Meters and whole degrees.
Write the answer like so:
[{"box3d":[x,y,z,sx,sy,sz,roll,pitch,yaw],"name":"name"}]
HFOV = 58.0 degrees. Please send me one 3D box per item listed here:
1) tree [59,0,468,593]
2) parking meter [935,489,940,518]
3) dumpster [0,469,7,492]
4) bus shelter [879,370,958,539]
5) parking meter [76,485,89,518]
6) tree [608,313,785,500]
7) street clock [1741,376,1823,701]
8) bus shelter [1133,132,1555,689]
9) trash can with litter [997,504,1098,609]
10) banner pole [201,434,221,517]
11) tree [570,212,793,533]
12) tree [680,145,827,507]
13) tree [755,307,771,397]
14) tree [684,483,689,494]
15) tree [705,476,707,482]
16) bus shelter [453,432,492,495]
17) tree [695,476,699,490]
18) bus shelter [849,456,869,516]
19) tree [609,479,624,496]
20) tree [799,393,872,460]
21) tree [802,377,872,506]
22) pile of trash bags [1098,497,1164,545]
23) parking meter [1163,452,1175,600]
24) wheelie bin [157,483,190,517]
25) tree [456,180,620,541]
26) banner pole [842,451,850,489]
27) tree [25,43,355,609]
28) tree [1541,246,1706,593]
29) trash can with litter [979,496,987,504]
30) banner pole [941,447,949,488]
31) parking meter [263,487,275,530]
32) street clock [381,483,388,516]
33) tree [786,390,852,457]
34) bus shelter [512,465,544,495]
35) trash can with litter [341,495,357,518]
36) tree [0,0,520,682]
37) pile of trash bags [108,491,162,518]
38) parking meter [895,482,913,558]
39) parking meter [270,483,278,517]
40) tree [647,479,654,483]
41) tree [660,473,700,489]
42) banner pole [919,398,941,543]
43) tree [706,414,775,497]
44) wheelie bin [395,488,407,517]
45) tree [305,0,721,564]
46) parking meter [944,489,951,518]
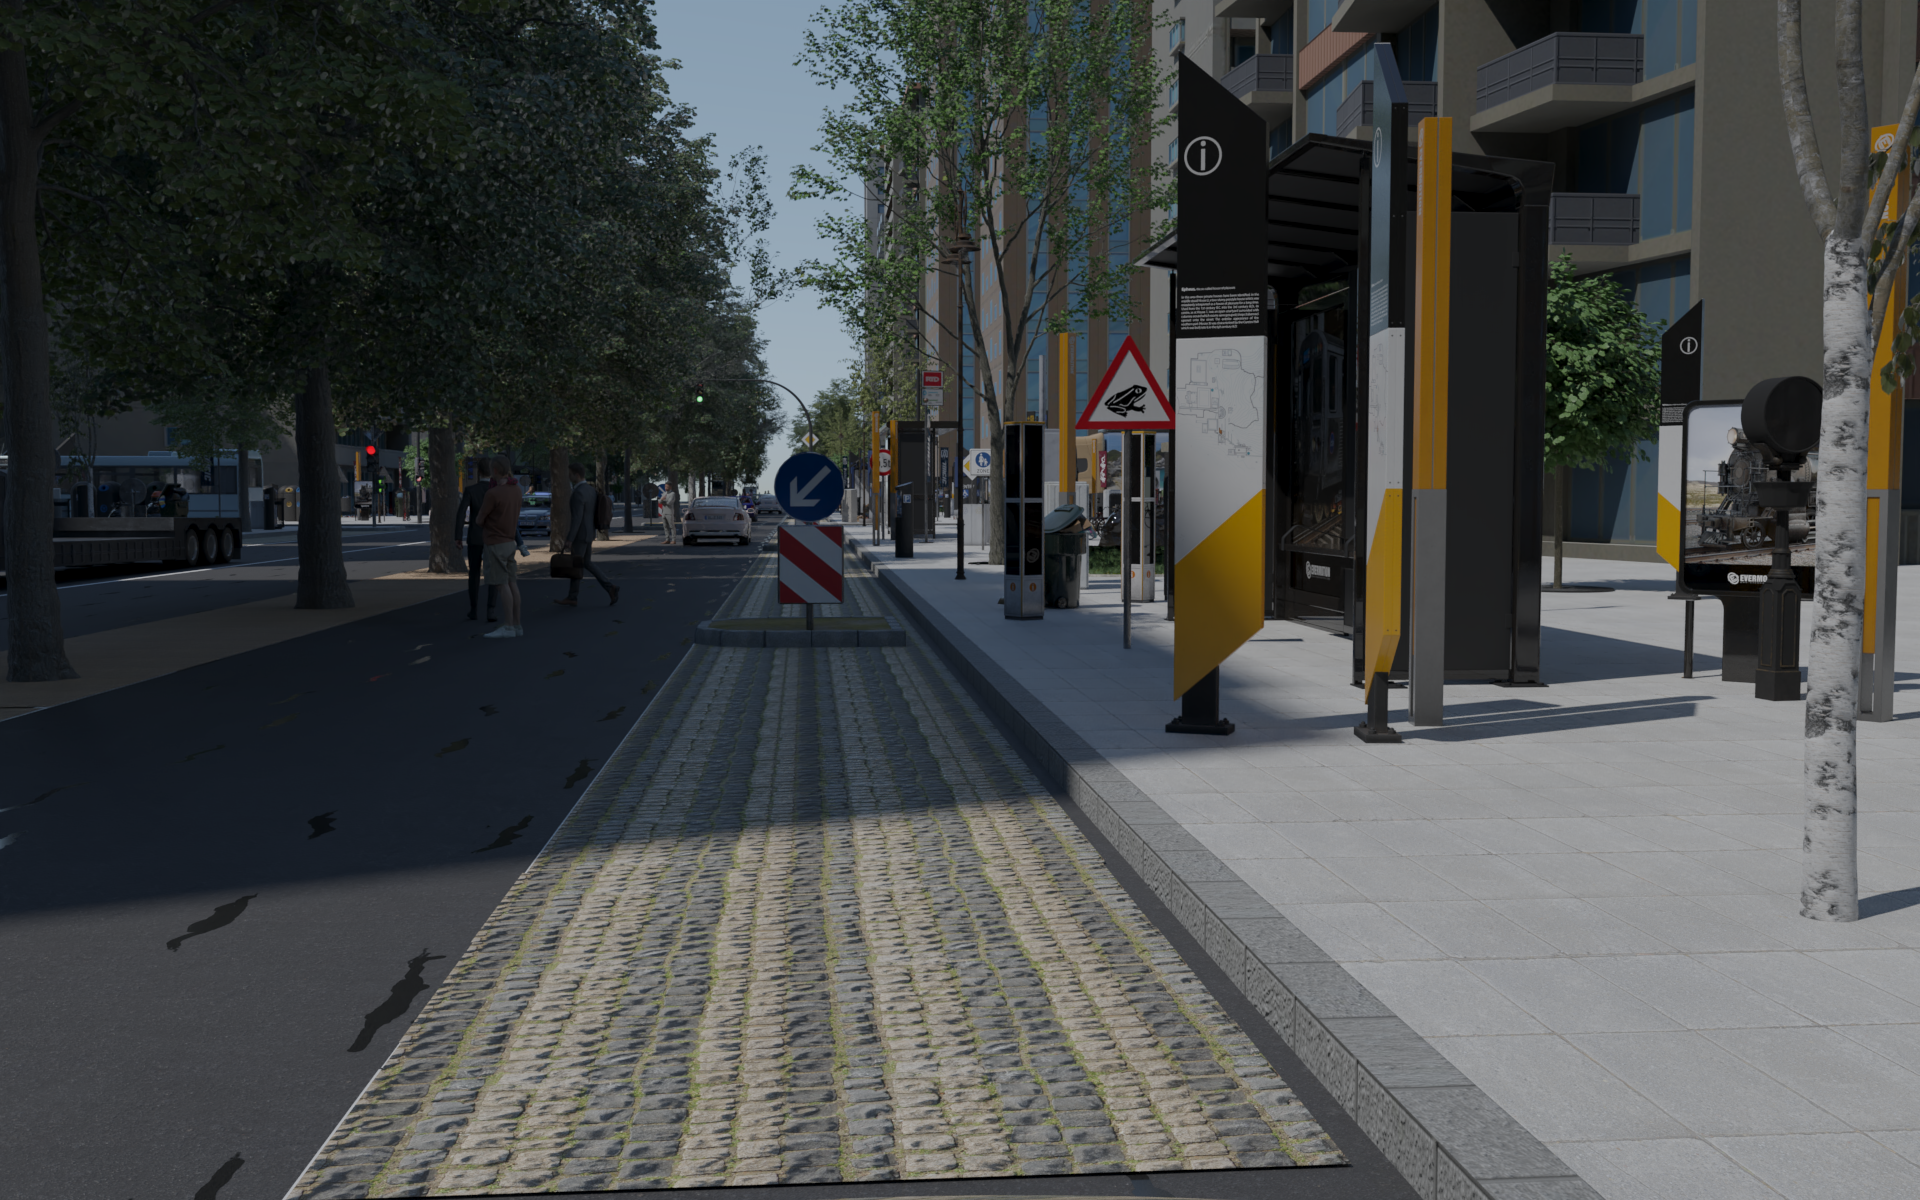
[{"box3d":[-9.318,-7.457,31.033,9.857,13.997,8.962,0,3,0],"name":"tree"},{"box3d":[-1.309,-5.290,94.902,0.372,1.533,0.369,0,3,0],"name":"parking meter"},{"box3d":[-22.521,-2.156,41.003,1.264,1.857,1.865,0,4,-5],"name":"dumpster"},{"box3d":[-1.396,-4.656,53.756,2.179,5.291,8.768,0,4,-5],"name":"bus shelter"},{"box3d":[-24.867,-2.494,49.188,0.372,1.533,0.369,0,3,0],"name":"parking meter"},{"box3d":[-15.510,-11.281,103.906,9.611,12.733,9.660,0,3,0],"name":"tree"},{"box3d":[5.106,-0.378,10.757,0.471,2.002,0.358,-1,4,-12],"name":"street clock"},{"box3d":[2.860,-1.418,14.471,1.731,3.624,6.357,0,4,-5],"name":"bus shelter"},{"box3d":[0.972,-0.484,19.297,1.055,1.170,0.624,-3,5,-40],"name":"trash can with litter"},{"box3d":[-28.011,-4.579,64.882,0.863,3.779,0.401,-1,4,-22],"name":"banner pole"},{"box3d":[-12.217,-9.202,63.277,12.009,13.543,11.850,0,3,0],"name":"tree"},{"box3d":[-13.228,-14.330,92.647,12.611,20.169,13.585,0,3,0],"name":"tree"},{"box3d":[-13.240,-10.452,79.998,9.857,13.997,8.962,0,3,0],"name":"tree"},{"box3d":[-44.569,-17.623,282.730,1.663,3.219,1.824,0,3,0],"name":"tree"},{"box3d":[-45.667,-22.995,294.090,7.486,12.596,7.792,0,3,0],"name":"tree"},{"box3d":[-28.491,-7.514,100.482,2.179,5.291,8.768,0,4,-5],"name":"bus shelter"},{"box3d":[-46.266,-21.578,303.162,4.737,8.622,4.395,0,3,0],"name":"tree"},{"box3d":[-4.853,-6.068,93.127,2.014,3.302,5.546,0,4,-5],"name":"bus shelter"},{"box3d":[-35.926,-11.476,182.230,1.663,3.219,1.824,0,3,0],"name":"tree"},{"box3d":[-11.361,-13.705,158.487,7.601,10.594,8.767,0,4,6],"name":"tree"},{"box3d":[-11.437,-15.317,168.566,7.486,12.596,7.792,0,3,0],"name":"tree"},{"box3d":[4.738,-2.009,42.593,1.912,1.369,3.447,2,4,26],"name":"pile of trash bags"},{"box3d":[2.651,-0.923,20.799,0.255,1.863,0.399,-2,4,-35],"name":"parking meter"},{"box3d":[-23.140,-2.639,51.059,0.693,1.594,0.980,1,4,12],"name":"wheelie bin"},{"box3d":[-10.967,-7.593,52.354,9.928,11.665,9.643,0,3,0],"name":"tree"},{"box3d":[-6.557,-6.754,100.438,0.401,3.779,0.863,-3,5,-44],"name":"banner pole"},{"box3d":[-7.939,-6.854,21.179,9.857,13.997,8.962,0,3,0],"name":"tree"},{"box3d":[7.963,-2.410,23.120,4.285,4.588,4.351,0,3,0],"name":"tree"},{"box3d":[1.413,-4.391,83.173,1.055,1.170,0.624,0,4,6],"name":"trash can with litter"},{"box3d":[-0.861,-5.579,81.237,0.863,3.779,0.401,-2,4,-33],"name":"banner pole"},{"box3d":[-24.655,-3.264,61.780,0.372,1.533,0.369,0,3,0],"name":"parking meter"},{"box3d":[-34.433,-6.049,103.474,0.358,2.002,0.471,2,4,33],"name":"street clock"},{"box3d":[-16.826,-18.797,213.992,9.857,13.997,8.962,0,3,0],"name":"tree"},{"box3d":[-31.198,-7.962,124.109,2.014,3.302,5.546,0,4,-5],"name":"bus shelter"},{"box3d":[-33.146,-5.102,94.483,2.233,1.210,1.678,0,4,1],"name":"trash can with litter"},{"box3d":[-6.945,-5.623,12.521,7.486,12.596,7.792,0,3,0],"name":"tree"},{"box3d":[-25.046,-2.663,53.296,1.912,1.369,3.447,-1,4,-10],"name":"pile of trash bags"},{"box3d":[-1.126,-1.623,34.944,0.372,1.533,0.369,0,3,0],"name":"parking meter"},{"box3d":[-37.567,-5.459,94.970,0.399,1.863,0.255,-3,5,-43],"name":"parking meter"},{"box3d":[-38.164,-13.329,212.522,1.663,3.219,1.824,0,3,0],"name":"tree"},{"box3d":[-43.710,-21.126,263.542,7.486,12.596,7.792,0,3,0],"name":"tree"},{"box3d":[-0.839,-3.363,44.998,0.401,3.779,0.863,-1,4,-11],"name":"banner pole"},{"box3d":[-18.688,-12.308,138.099,8.767,10.594,7.601,0,4,-5],"name":"tree"},{"box3d":[-30.786,-5.359,95.532,0.693,1.594,0.980,-3,4,-38],"name":"wheelie bin"},{"box3d":[-9.753,-8.136,42.135,9.857,13.997,8.962,0,3,0],"name":"tree"},{"box3d":[-0.680,-5.177,93.058,0.372,1.533,0.369,0,3,0],"name":"parking meter"}]
